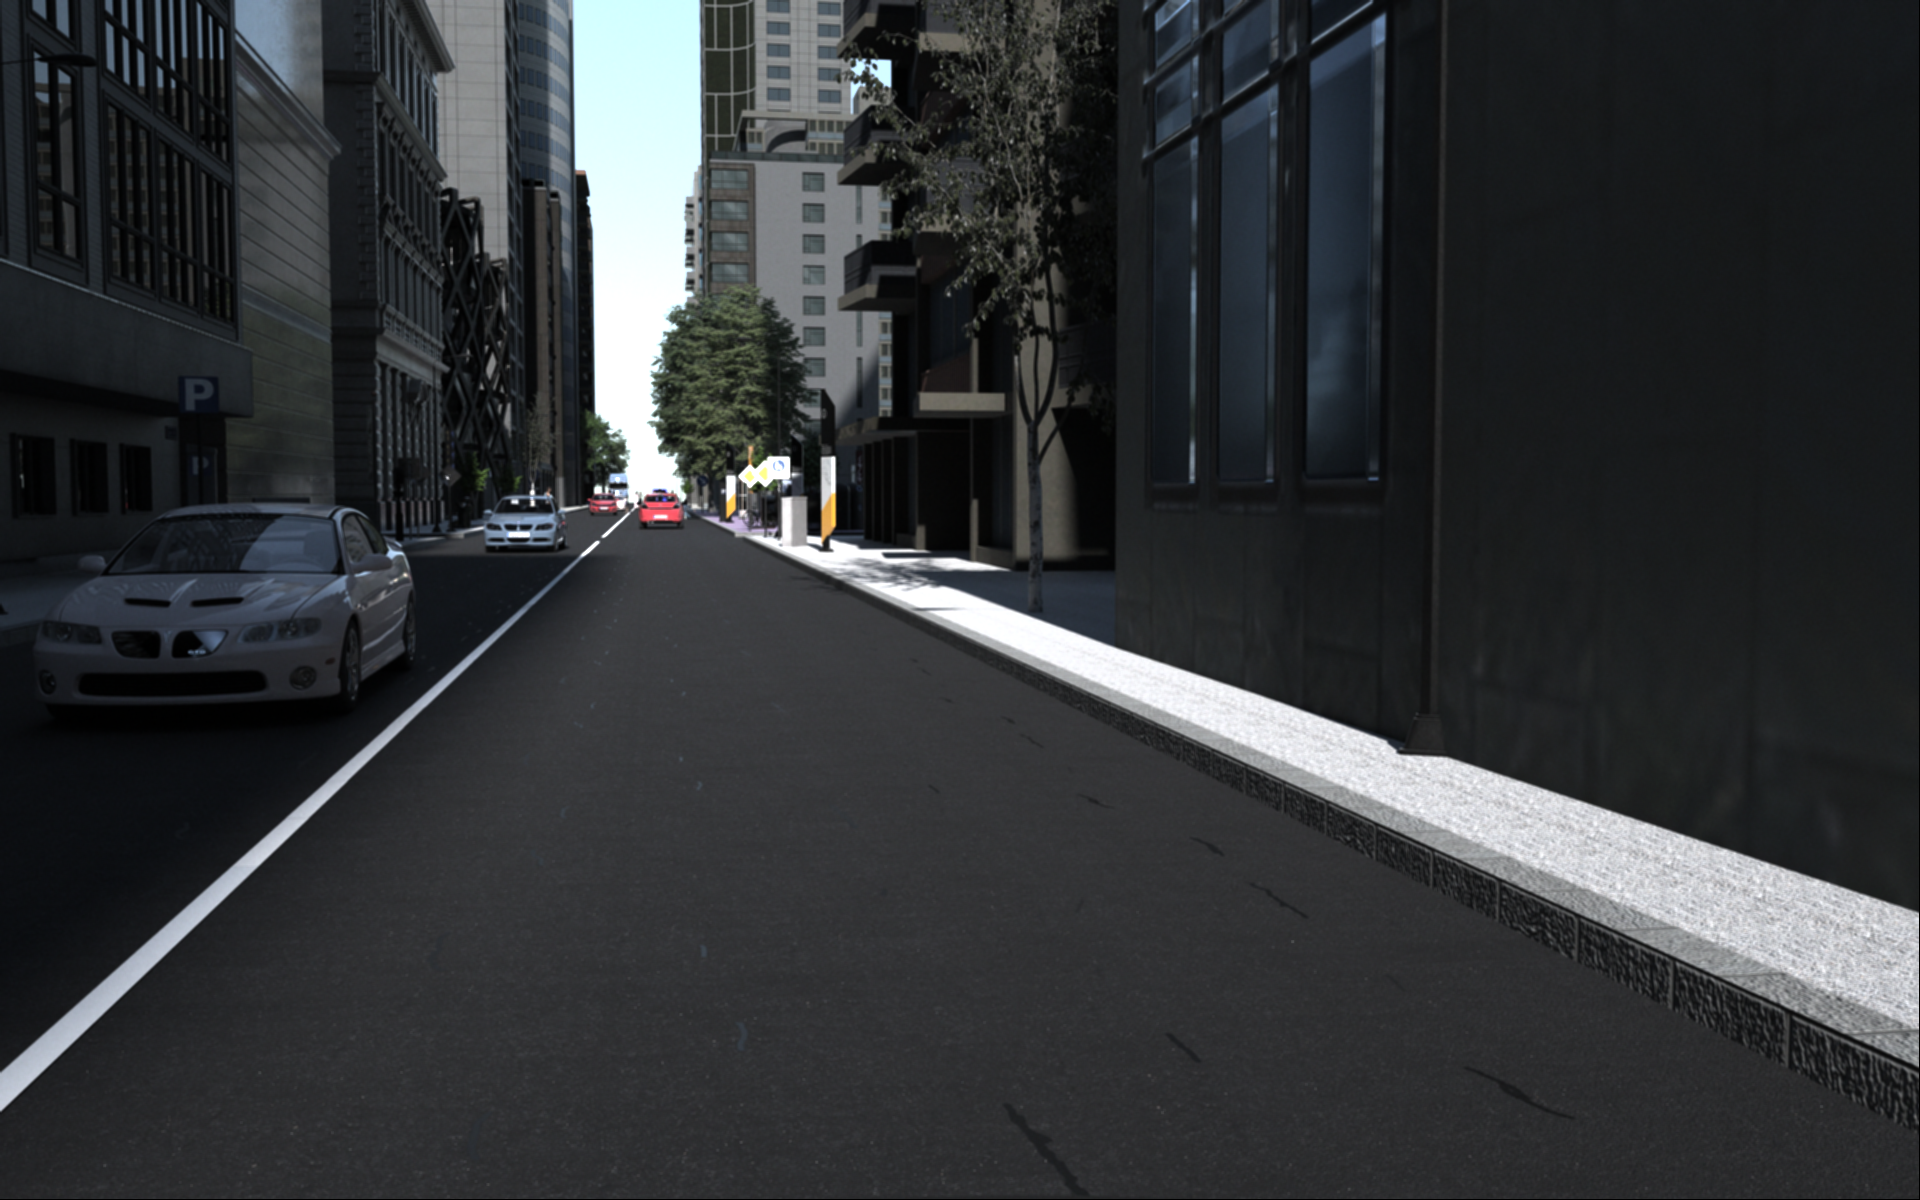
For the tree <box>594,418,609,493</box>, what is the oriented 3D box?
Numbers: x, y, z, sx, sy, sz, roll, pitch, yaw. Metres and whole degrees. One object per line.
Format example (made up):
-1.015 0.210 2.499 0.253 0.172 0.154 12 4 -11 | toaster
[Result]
-59.002 -23.233 286.512 9.857 13.997 8.962 0 3 0 | tree

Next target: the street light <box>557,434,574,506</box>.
-30.323 -9.804 132.838 1.470 5.913 1.316 -1 4 -10 | street light

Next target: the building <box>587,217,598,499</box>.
-64.025 -37.866 269.223 14.600 45.320 14.200 -1 4 -10 | building

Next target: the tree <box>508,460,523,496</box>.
-25.184 -6.261 96.968 1.663 3.219 1.824 0 3 0 | tree

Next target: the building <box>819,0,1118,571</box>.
8.941 -23.401 37.223 22.147 44.769 28.867 -1 4 -10 | building

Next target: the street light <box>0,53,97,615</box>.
-9.798 -2.800 18.322 1.470 5.913 1.316 -1 4 -10 | street light

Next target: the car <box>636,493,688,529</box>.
-12.508 -3.890 72.639 2.155 1.783 4.494 -1 4 -8 | car

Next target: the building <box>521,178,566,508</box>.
-43.499 -23.574 157.136 14.160 30.474 14.107 -1 4 -10 | building

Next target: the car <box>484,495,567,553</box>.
-10.991 -1.956 43.983 2.014 1.417 4.499 -1 4 -8 | car

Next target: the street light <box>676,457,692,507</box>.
-26.381 -11.810 165.630 1.470 5.913 1.316 -1 4 -10 | street light

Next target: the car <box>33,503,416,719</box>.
-5.147 -0.018 12.657 2.083 1.381 4.827 -1 4 -10 | car

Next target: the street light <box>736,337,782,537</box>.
-5.917 -4.825 51.424 1.470 5.913 1.316 -1 4 -10 | street light

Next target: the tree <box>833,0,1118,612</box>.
0.794 -4.158 18.345 4.360 8.622 3.978 0 3 0 | tree

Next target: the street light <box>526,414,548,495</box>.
-24.616 -7.835 100.645 1.470 5.913 1.316 -1 4 -10 | street light

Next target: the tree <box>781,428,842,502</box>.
-7.439 -6.252 85.937 4.285 4.588 4.351 0 3 0 | tree

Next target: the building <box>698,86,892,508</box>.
-9.391 -29.213 169.508 32.217 40.220 23.993 -1 4 -10 | building

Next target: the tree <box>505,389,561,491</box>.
-29.935 -10.441 121.068 4.360 8.622 3.978 0 3 0 | tree

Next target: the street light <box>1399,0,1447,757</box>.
1.803 -2.190 8.340 1.470 5.913 1.316 -1 4 -10 | street light

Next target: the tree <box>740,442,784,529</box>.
-7.492 -4.271 64.439 1.663 3.219 1.824 0 3 0 | tree

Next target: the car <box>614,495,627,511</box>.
-29.710 -8.366 149.146 2.083 1.381 4.827 -1 4 -9 | car

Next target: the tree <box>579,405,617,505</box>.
-43.832 -16.812 200.629 9.928 11.665 9.643 0 3 0 | tree

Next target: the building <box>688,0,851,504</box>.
-25.550 -48.271 227.488 20.563 71.187 20.611 -1 4 -10 | building

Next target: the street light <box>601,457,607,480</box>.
-45.165 -14.897 216.106 1.470 5.913 1.316 -1 4 -10 | street light

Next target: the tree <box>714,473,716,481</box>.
-19.478 -11.434 137.312 4.737 8.622 4.395 0 3 0 | tree

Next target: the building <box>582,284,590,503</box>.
-65.190 -38.353 250.767 21.300 48.544 21.600 -1 4 -10 | building

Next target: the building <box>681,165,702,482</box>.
-28.915 -38.767 253.453 23.786 49.044 30.456 -1 4 -10 | building

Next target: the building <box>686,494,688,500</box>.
-28.372 -36.066 281.556 32.217 40.220 23.993 -1 4 -10 | building

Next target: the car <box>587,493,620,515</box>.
-24.165 -6.628 117.406 2.155 1.783 4.494 -1 4 -12 | car

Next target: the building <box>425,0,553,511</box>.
-43.740 -42.813 138.249 20.563 71.187 20.611 -1 4 -10 | building

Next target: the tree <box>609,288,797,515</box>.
-14.559 -12.191 105.970 9.857 13.997 8.962 0 3 0 | tree

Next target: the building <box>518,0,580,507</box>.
-50.392 -38.808 176.505 21.231 58.520 28.212 -1 4 -10 | building

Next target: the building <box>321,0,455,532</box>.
-25.954 -14.514 66.188 11.050 23.489 19.941 -1 4 -10 | building

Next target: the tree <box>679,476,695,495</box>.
-28.523 -11.417 181.264 1.663 3.219 1.824 0 3 0 | tree

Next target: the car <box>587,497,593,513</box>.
-28.001 -7.478 134.849 1.945 1.354 3.894 -1 4 -11 | car

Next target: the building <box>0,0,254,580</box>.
-19.070 -13.952 21.622 14.314 27.812 24.014 -1 4 -10 | building

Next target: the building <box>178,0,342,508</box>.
-25.910 -15.538 39.954 20.117 28.700 13.634 -1 4 -10 | building

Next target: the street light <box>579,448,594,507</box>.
-37.971 -12.435 175.859 1.470 5.913 1.316 -1 4 -10 | street light

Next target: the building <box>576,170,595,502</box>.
-59.503 -34.966 226.311 22.147 44.769 28.867 -1 4 -10 | building

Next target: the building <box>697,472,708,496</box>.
-15.412 -21.462 195.946 27.650 21.520 28.899 -1 4 -10 | building

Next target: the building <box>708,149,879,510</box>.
-14.653 -23.107 149.495 14.160 30.474 14.107 -1 4 -10 | building

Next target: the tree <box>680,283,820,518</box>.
-11.293 -10.728 93.531 7.486 12.596 7.792 0 3 0 | tree

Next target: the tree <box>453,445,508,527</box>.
-19.155 -4.492 68.046 1.663 3.219 1.824 0 3 0 | tree

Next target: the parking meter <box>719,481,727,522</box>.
-10.847 -4.517 79.559 0.399 1.863 0.255 0 4 -6 | parking meter

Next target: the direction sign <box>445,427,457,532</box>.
-17.302 -4.085 58.792 0.379 3.537 0.876 0 4 2 | direction sign

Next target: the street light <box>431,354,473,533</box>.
-16.850 -5.195 57.471 1.470 5.913 1.316 -1 4 -10 | street light

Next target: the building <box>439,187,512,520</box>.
-36.268 -14.580 105.843 16.820 18.784 16.811 -1 4 -10 | building
